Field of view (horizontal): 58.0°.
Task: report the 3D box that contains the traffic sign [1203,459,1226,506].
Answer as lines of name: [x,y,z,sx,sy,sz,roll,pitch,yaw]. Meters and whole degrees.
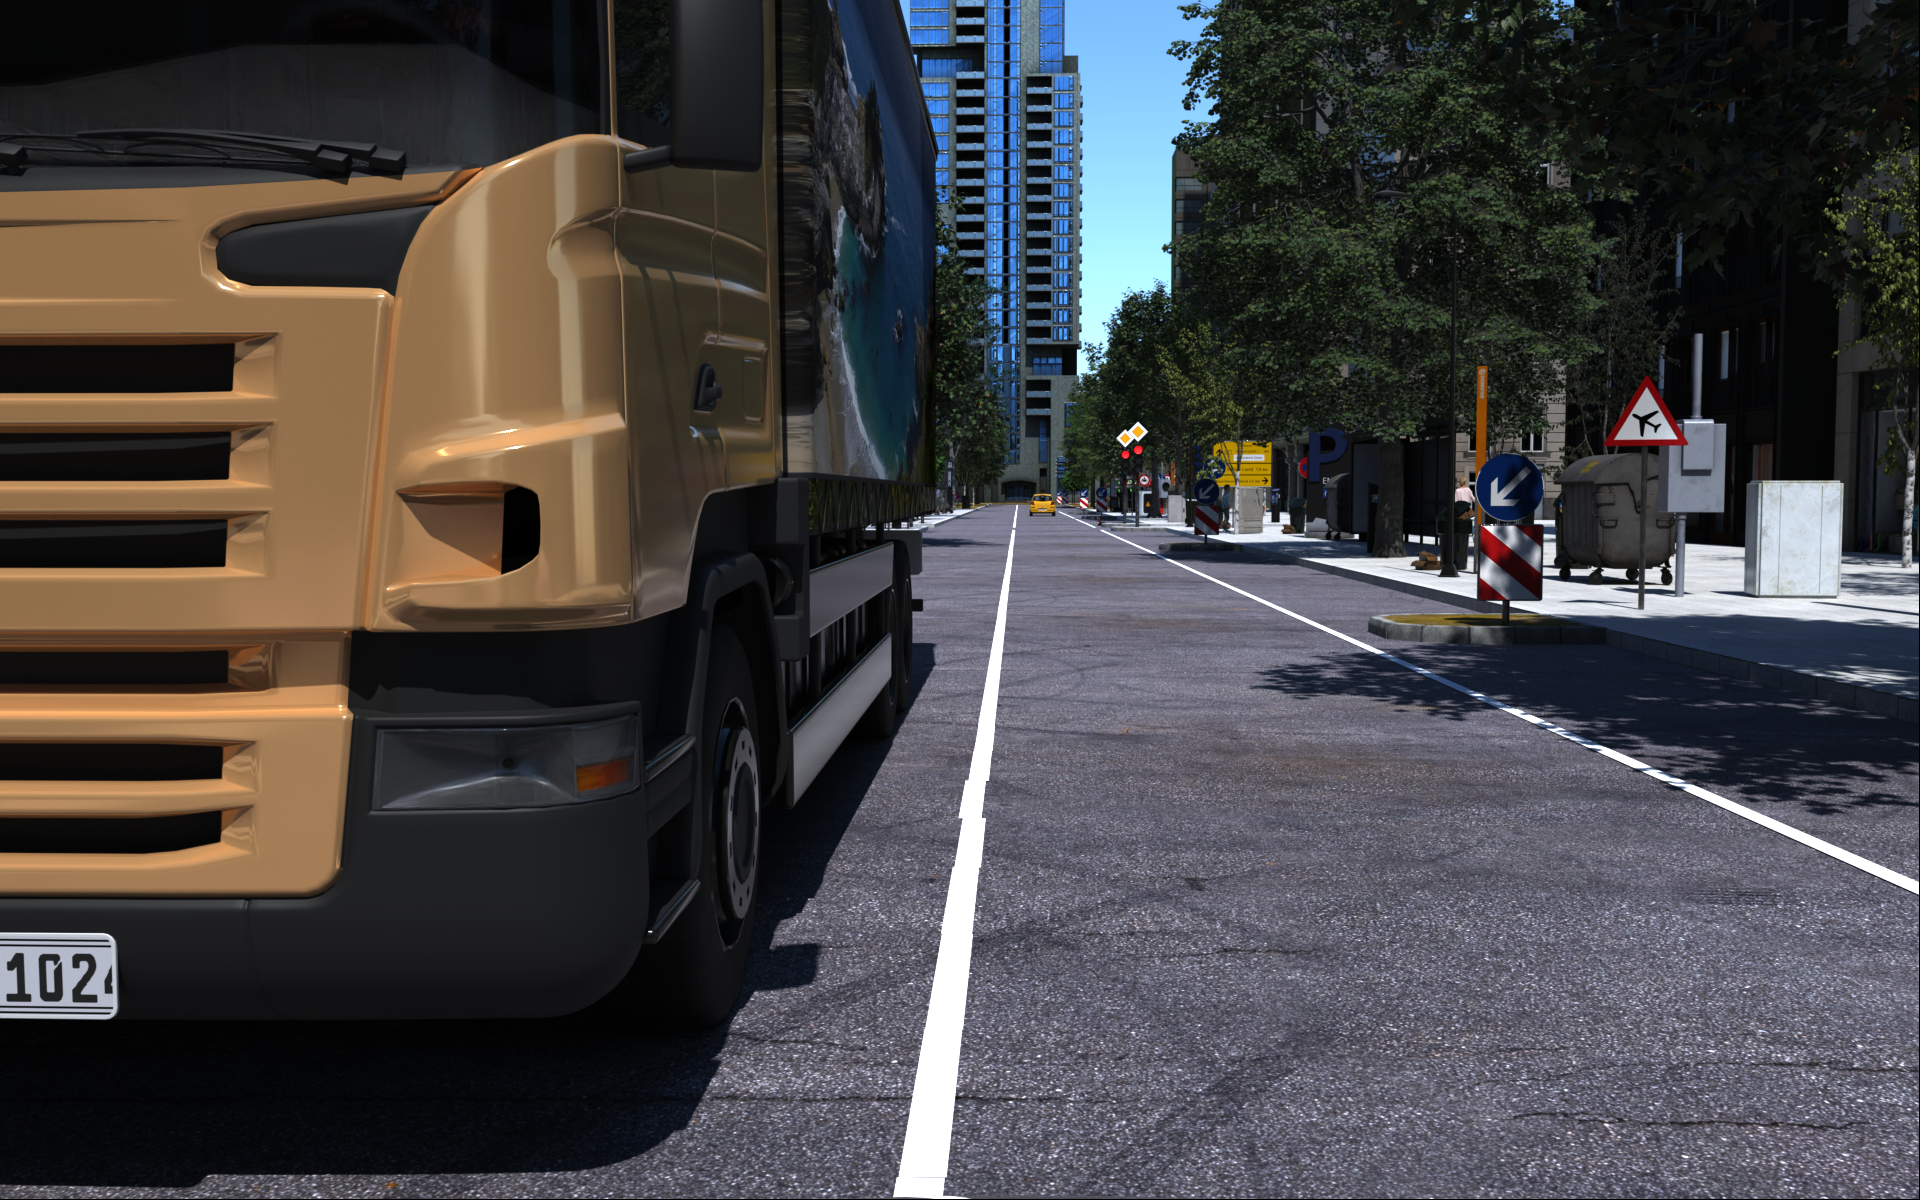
traffic sign: [8.698,-3.618,59.265,0.768,2.556,0.104,1,4,9]

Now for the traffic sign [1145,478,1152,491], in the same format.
traffic sign: [13.471,-7.652,125.222,0.768,2.556,0.104,1,4,10]

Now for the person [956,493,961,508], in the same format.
person: [-0.228,-9.525,165.000,0.991,1.433,0.599,-2,4,-35]

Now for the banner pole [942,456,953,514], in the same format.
banner pole: [-0.809,-7.544,113.367,0.863,3.779,0.401,2,4,35]

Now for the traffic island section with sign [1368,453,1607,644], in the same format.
traffic island section with sign: [5.225,-0.543,17.503,1.989,1.847,2.006,0,4,2]

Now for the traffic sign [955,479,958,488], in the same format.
traffic sign: [-0.513,-8.673,141.904,0.768,2.556,0.104,0,4,2]

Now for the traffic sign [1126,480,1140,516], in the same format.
traffic sign: [10.222,-6.287,102.792,0.884,2.594,0.081,0,4,3]

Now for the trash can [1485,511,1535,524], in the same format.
trash can: [10.110,-1.212,31.467,0.748,1.137,0.748,0,3,0]

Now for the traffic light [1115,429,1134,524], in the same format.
traffic light: [7.138,-5.272,75.113,0.839,4.253,0.868,0,4,2]

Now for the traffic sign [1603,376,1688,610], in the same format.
traffic sign: [7.565,-1.172,19.163,0.884,2.594,0.081,1,4,11]

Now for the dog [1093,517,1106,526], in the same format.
dog: [6.369,-3.530,77.907,0.550,0.427,0.748,-2,4,-28]

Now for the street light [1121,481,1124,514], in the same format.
street light: [9.826,-8.393,109.772,1.470,5.913,1.316,0,4,2]

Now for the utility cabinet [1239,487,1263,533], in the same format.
utility cabinet: [9.385,-2.903,56.149,0.318,1.500,1.173,3,5,43]

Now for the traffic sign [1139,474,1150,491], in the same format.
traffic sign: [11.839,-6.801,111.298,0.768,2.556,0.104,0,4,3]

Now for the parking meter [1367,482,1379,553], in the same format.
parking meter: [9.067,-1.793,37.728,0.372,1.533,0.369,0,3,0]

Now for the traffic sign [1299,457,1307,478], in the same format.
traffic sign: [11.730,-3.545,58.075,0.768,2.556,0.104,0,4,2]

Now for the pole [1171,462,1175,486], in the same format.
pole: [12.693,-6.698,103.353,0.158,3.312,0.155,0,3,0]

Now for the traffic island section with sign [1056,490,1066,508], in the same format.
traffic island section with sign: [10.679,-10.362,178.051,1.989,1.847,2.006,0,4,2]

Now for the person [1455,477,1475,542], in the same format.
person: [13.454,-2.388,45.751,0.731,1.740,0.598,-1,4,-21]

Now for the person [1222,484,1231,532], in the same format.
person: [8.923,-3.065,57.970,0.330,1.601,0.589,1,4,19]

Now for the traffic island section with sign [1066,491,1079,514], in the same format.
traffic island section with sign: [8.943,-7.233,126.883,1.989,1.847,2.006,0,4,2]

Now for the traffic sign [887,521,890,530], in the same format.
traffic sign: [-2.359,-3.493,57.218,0.768,2.556,0.104,0,4,4]

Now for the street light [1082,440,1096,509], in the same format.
street light: [11.110,-10.854,150.007,1.470,5.913,1.316,0,4,2]

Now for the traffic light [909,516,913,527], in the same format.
traffic light: [-1.890,-4.801,67.413,0.839,4.253,0.868,0,4,2]

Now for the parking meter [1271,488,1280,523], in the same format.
parking meter: [14.248,-4.266,78.160,0.372,1.533,0.369,0,3,0]

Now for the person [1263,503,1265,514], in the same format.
person: [10.147,-2.933,58.674,0.352,1.250,0.332,-1,4,-14]

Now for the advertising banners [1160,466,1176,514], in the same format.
advertising banners: [12.683,-6.901,109.022,2.074,3.025,0.090,1,4,16]

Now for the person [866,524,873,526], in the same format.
person: [-3.787,-3.854,72.106,0.643,1.750,0.593,-2,4,-24]

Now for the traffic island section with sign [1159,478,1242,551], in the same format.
traffic island section with sign: [6.134,-2.191,44.443,1.989,1.847,2.006,0,4,2]

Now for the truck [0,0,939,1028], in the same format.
truck: [-1.627,-1.173,8.088,2.839,4.237,11.283,0,4,2]

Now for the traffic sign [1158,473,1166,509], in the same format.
traffic sign: [12.269,-6.506,106.477,0.768,2.556,0.104,0,4,3]

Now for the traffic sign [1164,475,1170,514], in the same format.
traffic sign: [13.493,-6.896,112.853,0.768,2.556,0.104,0,4,6]

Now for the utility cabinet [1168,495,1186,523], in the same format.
utility cabinet: [9.880,-4.089,78.018,1.020,1.237,0.306,0,4,1]

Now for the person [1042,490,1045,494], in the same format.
person: [8.687,-10.604,181.508,0.705,1.869,1.348,3,4,39]

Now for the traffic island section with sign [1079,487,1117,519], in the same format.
traffic island section with sign: [8.033,-5.585,99.943,1.989,1.847,2.006,0,4,2]

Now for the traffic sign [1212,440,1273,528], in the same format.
traffic sign: [10.691,-4.389,65.638,2.265,3.308,0.079,1,4,10]

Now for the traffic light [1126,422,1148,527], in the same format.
traffic light: [6.867,-4.784,67.133,0.839,4.253,0.868,0,4,2]

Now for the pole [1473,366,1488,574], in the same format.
pole: [8.329,-2.071,27.696,0.158,3.312,0.155,0,3,0]

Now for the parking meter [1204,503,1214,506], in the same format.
parking meter: [8.293,-3.021,57.809,0.372,1.533,0.369,0,3,0]

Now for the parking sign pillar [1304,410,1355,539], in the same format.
parking sign pillar: [10.796,-3.794,50.504,1.447,3.967,1.447,1,4,22]

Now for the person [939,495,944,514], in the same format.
person: [-1.201,-6.178,111.323,0.475,1.303,0.640,2,4,30]

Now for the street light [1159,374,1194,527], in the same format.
street light: [8.389,-5.781,67.068,1.470,5.913,1.316,0,4,2]

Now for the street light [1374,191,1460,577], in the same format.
street light: [7.034,-3.310,26.667,1.470,5.913,1.316,0,4,2]

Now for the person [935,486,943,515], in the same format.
person: [-1.331,-5.968,103.840,0.478,1.798,0.641,2,4,34]

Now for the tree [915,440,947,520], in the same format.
tree: [-2.114,-6.342,87.412,4.285,4.588,4.351,0,3,0]

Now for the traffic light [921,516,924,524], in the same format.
traffic light: [-1.619,-5.289,75.394,0.839,4.253,0.868,0,4,2]

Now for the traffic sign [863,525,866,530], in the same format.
traffic sign: [-3.090,-3.411,55.876,0.768,2.556,0.104,0,4,5]

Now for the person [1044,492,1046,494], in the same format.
person: [10.987,-13.207,225.141,0.721,1.736,1.217,-3,5,-41]

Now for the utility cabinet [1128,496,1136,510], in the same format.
utility cabinet: [13.918,-7.837,139.288,1.020,1.237,0.306,-3,5,-41]

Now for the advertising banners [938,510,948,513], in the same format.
advertising banners: [-1.565,-7.419,117.494,0.090,3.025,2.074,-3,5,-43]

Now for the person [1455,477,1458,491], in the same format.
person: [15.422,-2.935,54.128,0.391,1.810,0.635,-2,4,-33]

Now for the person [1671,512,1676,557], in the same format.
person: [14.612,-1.550,35.663,0.425,1.301,0.394,1,4,9]

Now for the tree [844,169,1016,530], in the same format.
tree: [-3.179,-7.960,47.148,9.611,12.733,9.660,0,3,0]

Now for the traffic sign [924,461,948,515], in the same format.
traffic sign: [-1.851,-6.812,105.245,2.265,3.308,0.079,0,4,7]

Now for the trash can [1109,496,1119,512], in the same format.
trash can: [10.989,-6.839,123.471,0.748,1.137,0.748,0,3,0]
